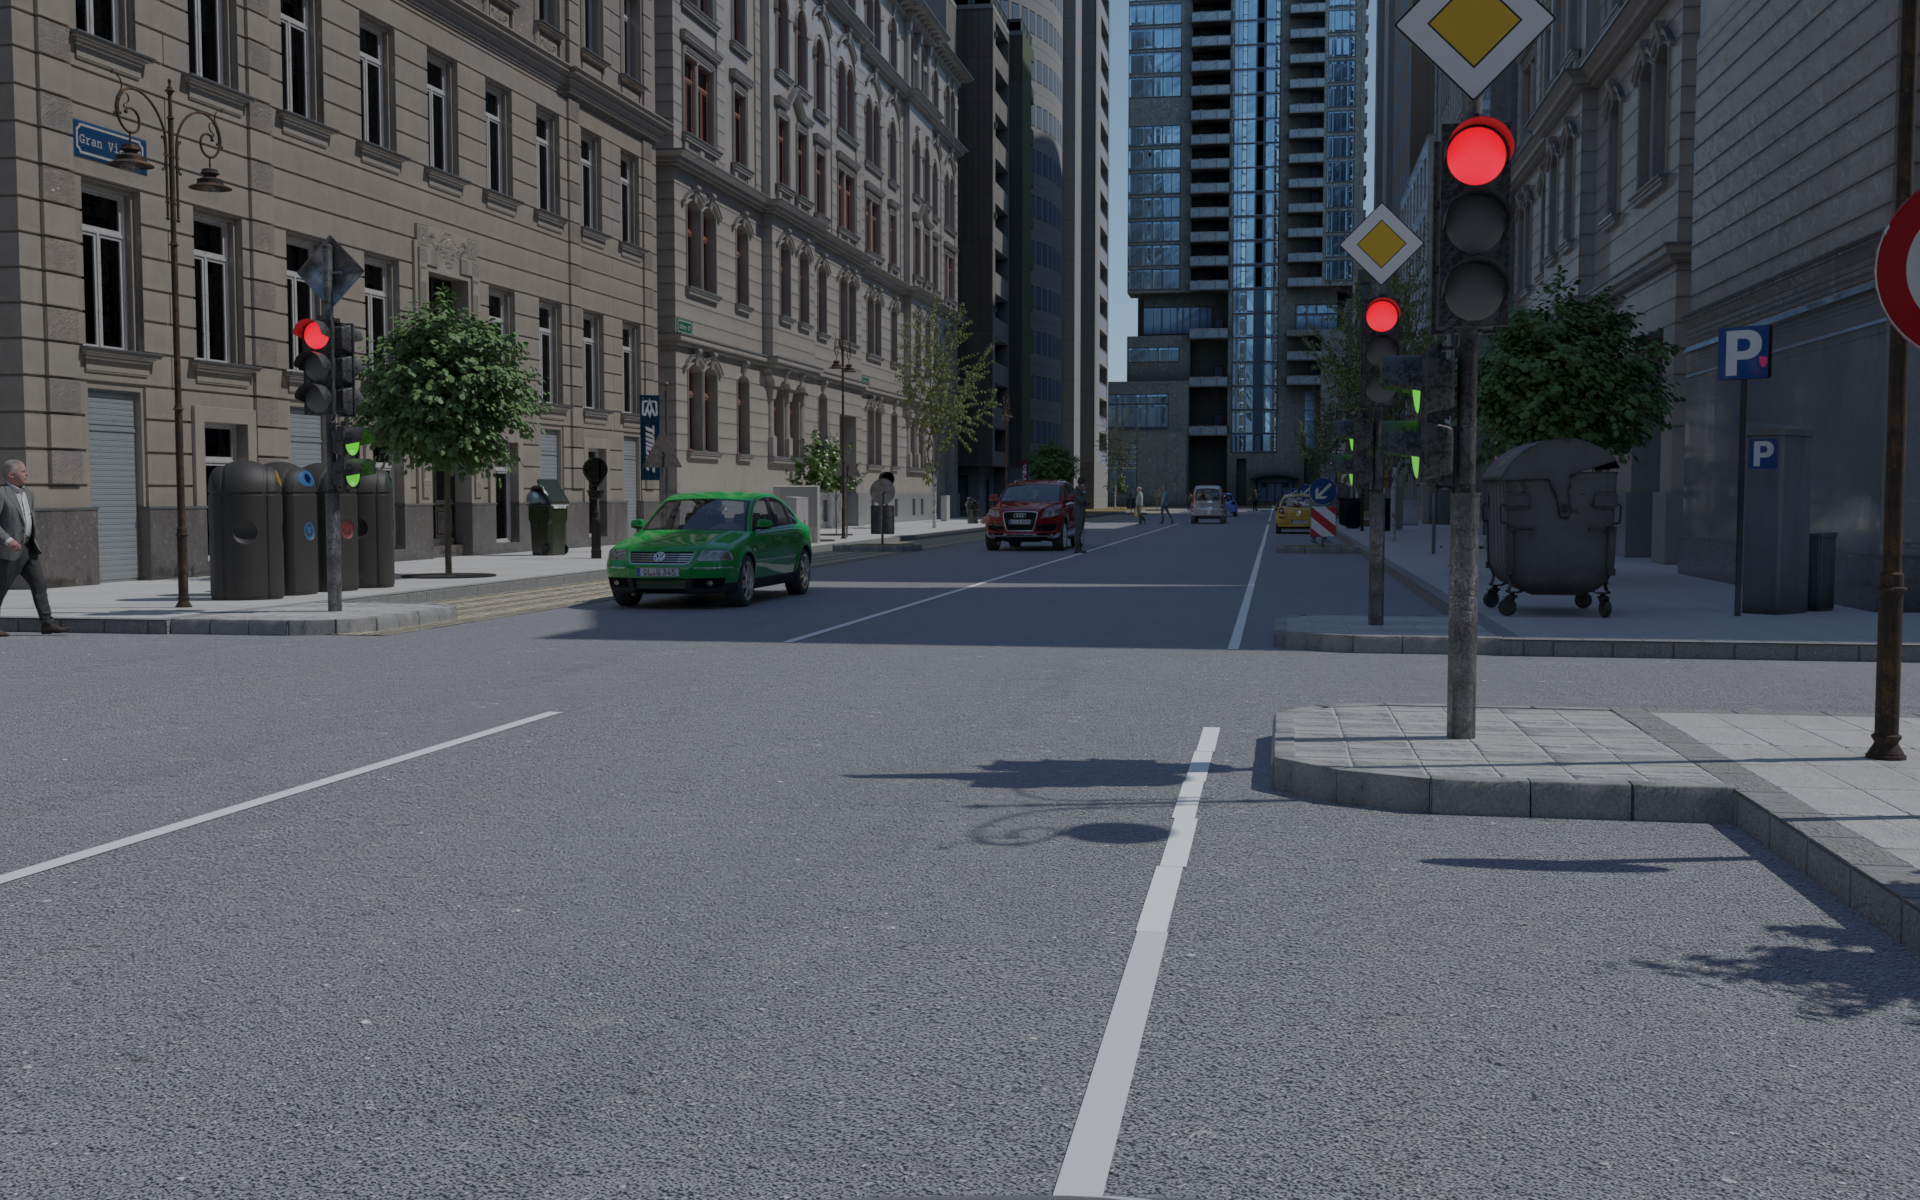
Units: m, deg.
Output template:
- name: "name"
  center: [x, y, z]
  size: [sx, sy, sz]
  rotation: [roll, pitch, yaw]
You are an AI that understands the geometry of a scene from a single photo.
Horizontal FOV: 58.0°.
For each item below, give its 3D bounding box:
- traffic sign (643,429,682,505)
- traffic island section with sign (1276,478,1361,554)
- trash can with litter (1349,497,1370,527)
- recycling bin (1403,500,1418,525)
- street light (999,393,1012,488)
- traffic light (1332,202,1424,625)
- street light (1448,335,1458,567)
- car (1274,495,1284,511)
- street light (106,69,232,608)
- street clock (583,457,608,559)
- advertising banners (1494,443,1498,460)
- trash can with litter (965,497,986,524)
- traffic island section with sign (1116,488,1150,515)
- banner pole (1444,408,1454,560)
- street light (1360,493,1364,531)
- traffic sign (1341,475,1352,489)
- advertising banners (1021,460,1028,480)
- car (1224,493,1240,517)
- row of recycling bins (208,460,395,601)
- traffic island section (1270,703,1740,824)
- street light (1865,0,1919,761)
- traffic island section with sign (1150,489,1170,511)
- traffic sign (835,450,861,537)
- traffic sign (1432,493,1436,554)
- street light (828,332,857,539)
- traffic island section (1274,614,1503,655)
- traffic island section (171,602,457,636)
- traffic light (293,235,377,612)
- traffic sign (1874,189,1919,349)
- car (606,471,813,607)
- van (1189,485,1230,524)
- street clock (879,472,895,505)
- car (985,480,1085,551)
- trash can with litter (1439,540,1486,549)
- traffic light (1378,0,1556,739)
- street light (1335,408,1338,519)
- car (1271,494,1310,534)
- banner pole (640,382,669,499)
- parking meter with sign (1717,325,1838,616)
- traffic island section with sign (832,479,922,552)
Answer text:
- name: "traffic sign"
  center: [-5.983, -2.125, 34.754]
  size: [0.884, 2.594, 0.081]
  rotation: [1, 4, 20]
- name: "traffic island section with sign"
  center: [8.761, -2.067, 42.418]
  size: [1.989, 1.847, 2.006]
  rotation: [1, 4, 10]
- name: "trash can with litter"
  center: [15.782, -3.489, 68.440]
  size: [1.055, 1.170, 0.624]
  rotation: [1, 4, 14]
- name: "recycling bin"
  center: [18.357, -3.577, 71.045]
  size: [0.722, 1.027, 0.722]
  rotation: [0, 4, 0]
- name: "street light"
  center: [2.107, -6.500, 79.068]
  size: [0.468, 5.910, 1.993]
  rotation: [1, 4, 10]
- name: "traffic light"
  center: [4.059, -1.709, 16.868]
  size: [0.839, 4.253, 0.868]
  rotation: [1, 4, 10]
- name: "street light"
  center: [8.679, -3.517, 30.286]
  size: [0.468, 5.910, 1.993]
  rotation: [1, 4, 10]
- name: "car"
  center: [27.762, -8.269, 147.775]
  size: [1.945, 1.354, 3.894]
  rotation: [1, 4, 9]
- name: "street light"
  center: [-8.795, -2.854, 19.444]
  size: [0.468, 5.910, 1.993]
  rotation: [1, 4, 10]
- name: "street clock"
  center: [-7.223, -1.821, 34.338]
  size: [0.471, 2.002, 0.358]
  rotation: [-1, 4, -18]
- name: "advertising banners"
  center: [11.914, -2.565, 38.124]
  size: [0.090, 3.025, 2.074]
  rotation: [1, 4, 9]
- name: "trash can with litter"
  center: [0.777, -3.875, 74.751]
  size: [1.055, 1.170, 0.624]
  rotation: [-1, 4, -10]
- name: "traffic island section with sign"
  center: [11.842, -6.770, 119.320]
  size: [1.989, 1.847, 2.006]
  rotation: [1, 4, 10]
- name: "banner pole"
  center: [9.615, -2.679, 33.818]
  size: [0.401, 3.779, 0.863]
  rotation: [-2, 4, -34]
- name: "street light"
  center: [13.922, -5.322, 59.800]
  size: [0.468, 5.910, 1.993]
  rotation: [1, 4, 10]
- name: "traffic sign"
  center: [20.027, -5.353, 89.653]
  size: [0.606, 2.300, 0.079]
  rotation: [1, 4, 11]
- name: "advertising banners"
  center: [3.896, -5.717, 89.659]
  size: [2.074, 3.025, 0.090]
  rotation: [-3, 5, -40]
- name: "car"
  center: [17.039, -6.248, 111.749]
  size: [1.945, 1.707, 3.694]
  rotation: [1, 4, 11]
- name: "row of recycling bins"
  center: [-8.518, -0.940, 22.476]
  size: [1.069, 1.692, 3.534]
  rotation: [1, 4, 11]
- name: "traffic island section"
  center: [2.659, 0.805, 9.120]
  size: [2.009, 0.180, 2.903]
  rotation: [1, 4, 10]
- name: "street light"
  center: [4.493, -2.167, 8.226]
  size: [0.468, 5.910, 1.993]
  rotation: [1, 4, 10]
- name: "traffic island section with sign"
  center: [16.689, -8.392, 145.838]
  size: [1.989, 1.847, 2.006]
  rotation: [1, 4, 10]
- name: "traffic sign"
  center: [-3.359, -3.139, 51.330]
  size: [0.884, 2.594, 0.081]
  rotation: [1, 4, 14]
- name: "traffic sign"
  center: [10.110, -2.250, 36.901]
  size: [0.768, 2.556, 0.104]
  rotation: [1, 4, 11]
- name: "street light"
  center: [-3.340, -4.690, 49.477]
  size: [0.468, 5.910, 1.993]
  rotation: [1, 4, 10]
- name: "traffic island section"
  center: [4.097, 0.325, 16.975]
  size: [2.009, 0.180, 2.903]
  rotation: [1, 4, 10]
- name: "traffic island section"
  center: [-6.862, 0.202, 18.978]
  size: [2.009, 0.180, 2.903]
  rotation: [1, 4, 10]
- name: "traffic light"
  center: [-6.825, -1.830, 18.836]
  size: [0.839, 4.253, 0.868]
  rotation: [1, 4, 10]
- name: "traffic sign"
  center: [3.990, -0.411, 6.820]
  size: [0.768, 2.556, 0.104]
  rotation: [1, 4, 18]
- name: "car"
  center: [-3.309, -0.901, 23.531]
  size: [1.959, 1.807, 4.718]
  rotation: [1, 4, 10]
- name: "van"
  center: [12.206, -4.763, 84.884]
  size: [2.013, 2.044, 4.112]
  rotation: [1, 4, 10]
- name: "street clock"
  center: [-2.359, -3.130, 55.753]
  size: [0.471, 2.002, 0.358]
  rotation: [-2, 4, -29]
- name: "car"
  center: [2.028, -2.260, 45.621]
  size: [2.281, 1.827, 5.304]
  rotation: [1, 4, 12]
- name: "trash can with litter"
  center: [12.261, -1.839, 41.120]
  size: [1.678, 1.210, 2.233]
  rotation: [1, 4, 16]
- name: "traffic light"
  center: [2.622, -1.229, 9.013]
  size: [0.839, 4.253, 0.868]
  rotation: [1, 4, 10]
- name: "street light"
  center: [19.400, -7.124, 89.272]
  size: [0.468, 5.910, 1.993]
  rotation: [1, 4, 10]
- name: "car"
  center: [12.487, -3.276, 63.782]
  size: [2.015, 1.641, 3.980]
  rotation: [1, 4, 11]
- name: "banner pole"
  center: [-6.745, -2.970, 38.577]
  size: [0.863, 3.779, 0.401]
  rotation: [-2, 4, -32]
- name: "parking meter with sign"
  center: [8.820, -1.366, 18.600]
  size: [1.738, 3.016, 0.543]
  rotation: [-3, 4, -38]
- name: "traffic island section with sign"
  center: [-2.015, -2.138, 43.586]
  size: [1.989, 1.847, 2.006]
  rotation: [1, 4, 10]
